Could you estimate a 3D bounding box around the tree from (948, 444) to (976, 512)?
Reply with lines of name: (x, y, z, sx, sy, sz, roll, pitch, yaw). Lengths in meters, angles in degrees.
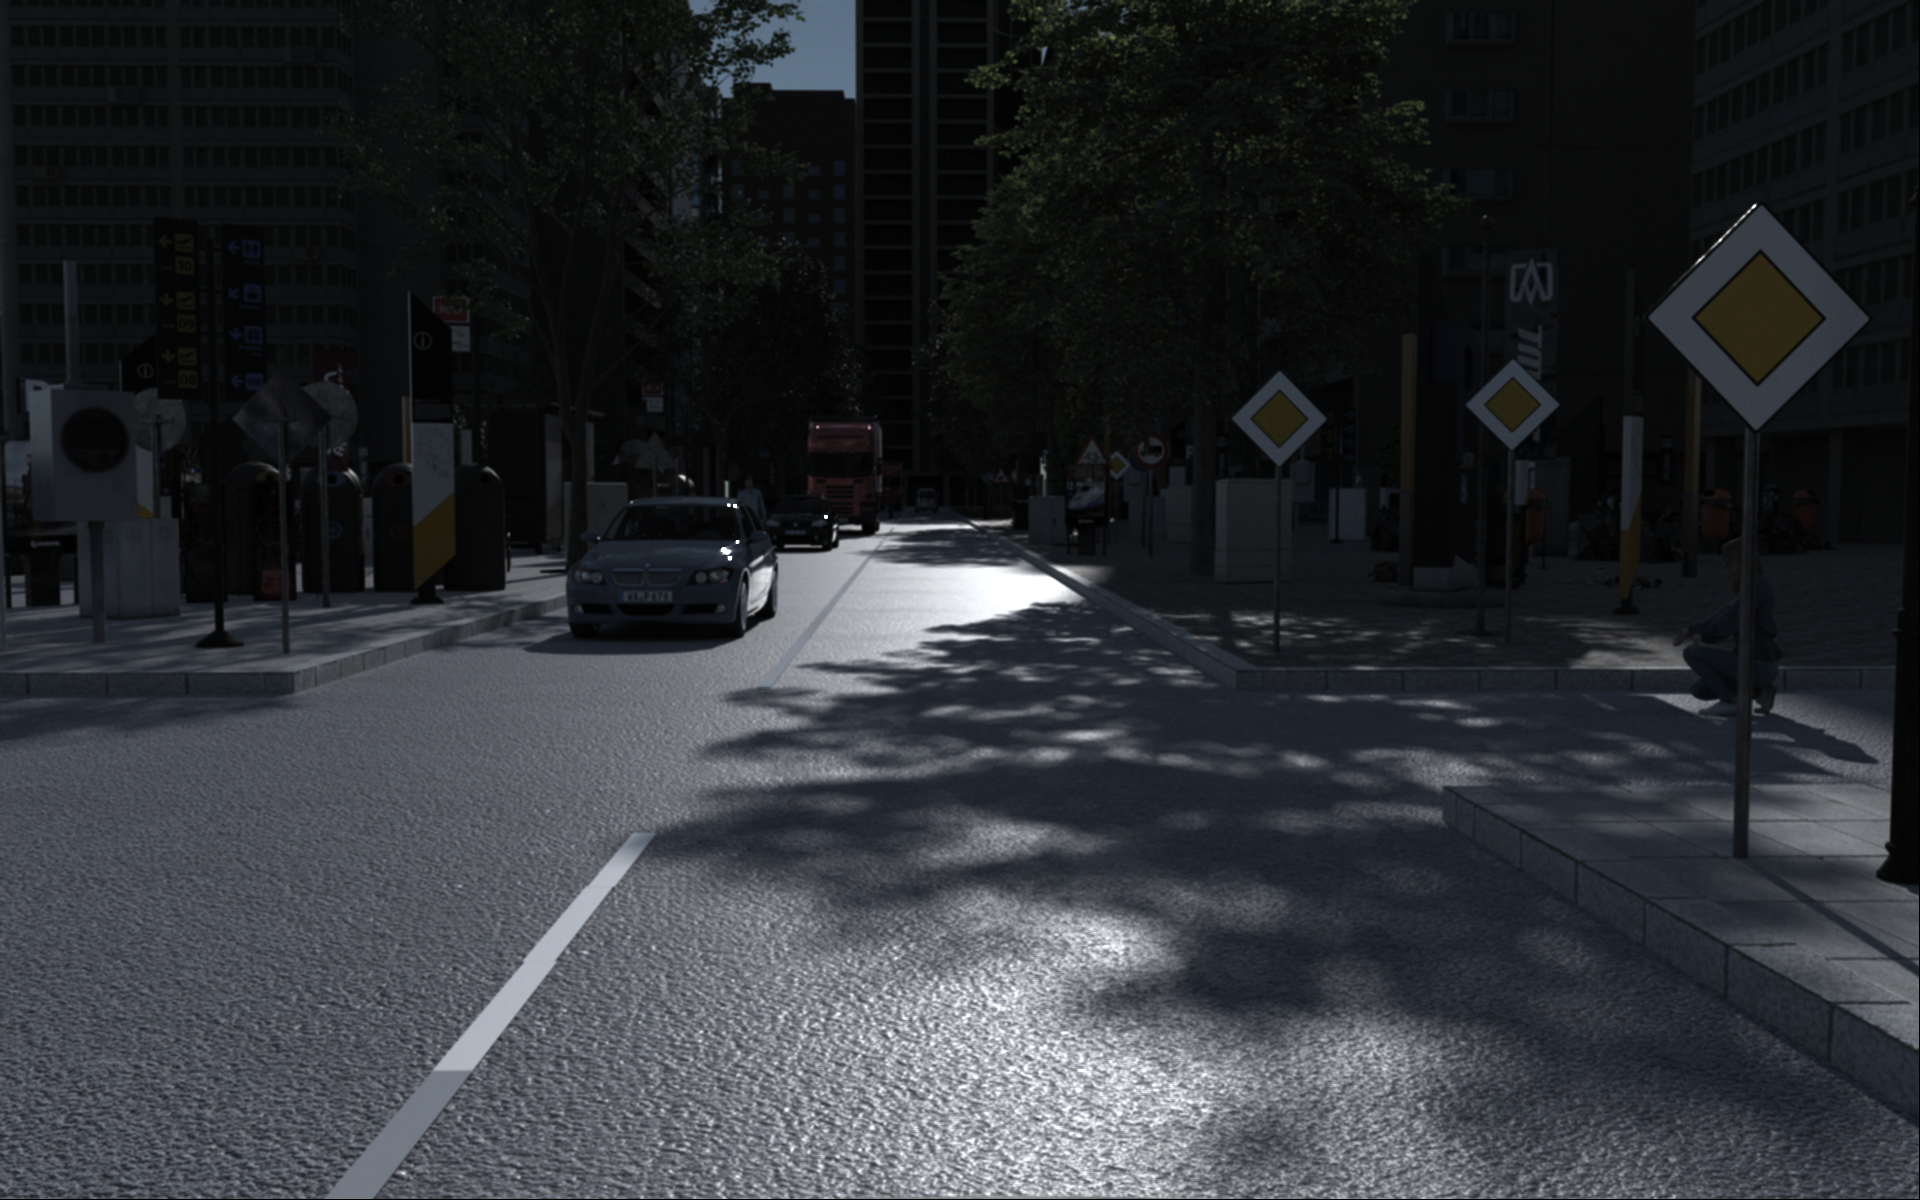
tree: (0.929, -10.496, 121.969, 4.360, 8.622, 3.978, 0, 3, 0)

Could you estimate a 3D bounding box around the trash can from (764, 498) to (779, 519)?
trash can: (-7.141, -3.330, 66.102, 0.748, 1.137, 0.748, 0, 3, 0)

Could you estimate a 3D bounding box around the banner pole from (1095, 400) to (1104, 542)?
banner pole: (3.730, -3.434, 46.165, 0.401, 3.779, 0.863, 1, 4, 19)

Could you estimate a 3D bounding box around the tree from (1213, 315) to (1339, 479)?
tree: (13.071, -7.250, 68.902, 4.360, 8.622, 3.978, 0, 3, 0)

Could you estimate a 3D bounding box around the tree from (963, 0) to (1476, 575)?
tree: (3.959, -6.647, 26.800, 7.486, 12.596, 7.792, 0, 3, 0)

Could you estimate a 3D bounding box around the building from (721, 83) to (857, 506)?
building: (-18.439, -33.161, 192.292, 14.200, 45.320, 14.600, 0, 4, -1)

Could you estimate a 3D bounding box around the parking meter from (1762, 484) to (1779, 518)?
parking meter: (20.870, -2.214, 44.615, 0.372, 1.533, 0.369, 0, 3, 0)

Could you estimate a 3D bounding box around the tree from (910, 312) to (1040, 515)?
tree: (1.800, -12.272, 107.294, 9.857, 13.997, 8.962, 0, 3, 0)

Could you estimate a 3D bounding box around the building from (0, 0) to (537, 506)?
building: (-38.468, -24.950, 99.813, 32.217, 40.220, 23.993, 0, 4, -1)

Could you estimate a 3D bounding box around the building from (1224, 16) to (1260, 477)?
building: (22.528, -20.196, 101.899, 14.160, 30.474, 14.107, 0, 4, -1)

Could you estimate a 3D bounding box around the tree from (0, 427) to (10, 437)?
tree: (-40.359, -5.342, 71.055, 4.285, 4.588, 4.351, 0, 3, 0)

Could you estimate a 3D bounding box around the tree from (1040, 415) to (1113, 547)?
tree: (2.731, -2.951, 42.852, 1.663, 3.219, 1.824, 0, 3, 0)

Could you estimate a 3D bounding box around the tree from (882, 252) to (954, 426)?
tree: (2.678, -8.551, 57.932, 7.486, 12.596, 7.792, 0, 3, 0)

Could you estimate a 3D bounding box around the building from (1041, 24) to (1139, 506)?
building: (23.040, -37.376, 200.343, 27.495, 52.752, 28.713, 0, 4, -1)

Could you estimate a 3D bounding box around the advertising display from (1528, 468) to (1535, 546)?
advertising display: (14.511, -2.313, 43.038, 0.974, 1.923, 0.123, -1, 4, -15)

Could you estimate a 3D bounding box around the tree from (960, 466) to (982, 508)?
tree: (0.836, -12.868, 160.759, 4.737, 8.622, 4.395, 0, 3, 0)

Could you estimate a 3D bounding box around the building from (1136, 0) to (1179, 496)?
building: (24.633, -36.380, 136.819, 21.231, 58.520, 28.212, 0, 4, -1)

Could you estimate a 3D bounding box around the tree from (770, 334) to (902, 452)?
tree: (-9.331, -13.280, 127.496, 12.009, 13.543, 11.850, 0, 3, 0)

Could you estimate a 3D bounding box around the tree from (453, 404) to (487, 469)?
tree: (-17.822, -4.746, 61.315, 4.285, 4.588, 4.351, 0, 3, 0)

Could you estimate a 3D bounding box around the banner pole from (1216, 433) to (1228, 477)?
banner pole: (9.334, -4.446, 62.711, 0.863, 3.779, 0.401, -1, 4, -23)

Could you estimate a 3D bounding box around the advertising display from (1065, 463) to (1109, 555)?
advertising display: (2.663, -1.907, 36.390, 0.974, 1.923, 0.123, 2, 4, 32)

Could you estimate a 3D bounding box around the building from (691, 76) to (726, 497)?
building: (-41.095, -35.354, 197.640, 30.456, 49.044, 23.786, 0, 4, -1)

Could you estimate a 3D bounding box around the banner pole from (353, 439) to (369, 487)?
banner pole: (-27.100, -5.399, 78.292, 0.863, 3.779, 0.401, 0, 4, 8)

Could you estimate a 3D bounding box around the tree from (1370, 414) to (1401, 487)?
tree: (16.878, -4.902, 63.857, 4.285, 4.588, 4.351, 0, 3, 0)

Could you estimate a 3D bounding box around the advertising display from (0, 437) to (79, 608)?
advertising display: (-10.539, -0.895, 19.852, 0.123, 1.923, 0.974, 2, 4, 27)

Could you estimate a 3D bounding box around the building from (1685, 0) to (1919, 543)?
building: (34.119, -21.452, 42.627, 23.993, 40.220, 32.217, 0, 4, -1)

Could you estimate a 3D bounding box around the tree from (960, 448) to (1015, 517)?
tree: (1.512, -7.003, 98.220, 4.285, 4.588, 4.351, 0, 3, 0)

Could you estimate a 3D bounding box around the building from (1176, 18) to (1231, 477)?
building: (22.495, -28.469, 115.576, 14.600, 45.320, 14.200, 0, 4, -1)

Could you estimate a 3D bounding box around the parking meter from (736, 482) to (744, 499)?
parking meter: (-10.573, -4.757, 83.483, 0.399, 1.863, 0.255, 0, 4, 0)

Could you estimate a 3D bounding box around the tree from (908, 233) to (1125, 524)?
tree: (2.627, -9.589, 73.789, 9.611, 12.733, 9.660, 0, 3, 0)

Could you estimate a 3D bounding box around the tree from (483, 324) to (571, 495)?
tree: (-18.974, -7.618, 74.918, 4.360, 8.622, 3.978, 0, 3, 0)

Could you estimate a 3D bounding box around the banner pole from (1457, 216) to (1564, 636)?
banner pole: (4.955, -1.564, 15.589, 0.863, 3.779, 0.401, 2, 4, 25)

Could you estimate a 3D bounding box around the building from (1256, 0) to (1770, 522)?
building: (26.236, -27.802, 78.261, 21.300, 48.544, 21.600, 0, 4, -1)

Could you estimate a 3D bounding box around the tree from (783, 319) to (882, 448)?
tree: (-8.485, -11.793, 110.943, 7.486, 12.596, 7.792, 0, 3, 0)

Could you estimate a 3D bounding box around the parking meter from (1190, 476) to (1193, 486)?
parking meter: (6.605, -2.605, 48.303, 0.255, 1.863, 0.399, 3, 5, 45)

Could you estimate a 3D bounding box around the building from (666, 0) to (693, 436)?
building: (-30.163, -30.145, 142.988, 14.200, 45.320, 14.600, 0, 4, -1)

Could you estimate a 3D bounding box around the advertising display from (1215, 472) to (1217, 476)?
advertising display: (7.190, -2.733, 49.896, 0.123, 1.923, 0.974, 2, 4, 27)

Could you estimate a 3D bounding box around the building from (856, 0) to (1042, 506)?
building: (-1.131, -46.344, 195.980, 20.611, 71.187, 20.563, 0, 4, -1)

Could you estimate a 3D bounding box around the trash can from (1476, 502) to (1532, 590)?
trash can: (7.323, -0.718, 23.393, 0.748, 1.137, 0.748, 0, 3, 0)

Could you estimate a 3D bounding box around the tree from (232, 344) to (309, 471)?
tree: (-33.523, -8.214, 84.660, 4.737, 8.622, 4.395, 0, 3, 0)

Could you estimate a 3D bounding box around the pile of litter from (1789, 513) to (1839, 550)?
pile of litter: (19.488, -1.607, 40.246, 1.176, 0.858, 1.719, -2, 4, -27)

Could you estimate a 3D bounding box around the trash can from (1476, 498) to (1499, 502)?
trash can: (17.783, -2.864, 58.472, 0.748, 1.137, 0.748, 0, 3, 0)

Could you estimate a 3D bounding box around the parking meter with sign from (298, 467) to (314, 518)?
parking meter with sign: (-18.312, -3.238, 49.196, 1.738, 3.016, 0.543, 0, 4, 5)

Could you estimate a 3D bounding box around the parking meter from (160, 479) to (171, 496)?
parking meter: (-30.939, -3.777, 67.468, 0.399, 1.863, 0.255, -2, 4, -32)

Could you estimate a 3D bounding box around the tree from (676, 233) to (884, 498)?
tree: (-8.044, -9.750, 76.413, 9.611, 12.733, 9.660, 0, 3, 0)

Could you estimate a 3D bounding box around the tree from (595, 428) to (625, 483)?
tree: (-18.104, -6.310, 86.889, 4.285, 4.588, 4.351, 0, 3, 0)

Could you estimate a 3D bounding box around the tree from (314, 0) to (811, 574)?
tree: (-6.218, -6.237, 27.738, 9.928, 11.665, 9.643, 0, 3, 0)

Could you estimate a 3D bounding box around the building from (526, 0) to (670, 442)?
building: (-32.900, -30.513, 122.588, 21.300, 48.544, 21.600, 0, 4, -1)

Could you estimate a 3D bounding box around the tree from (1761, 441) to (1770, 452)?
tree: (30.934, -7.009, 64.961, 4.737, 8.622, 4.395, 0, 3, 0)

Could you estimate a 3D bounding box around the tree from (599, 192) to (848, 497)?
tree: (-7.123, -7.244, 52.846, 8.767, 10.594, 7.601, 1, 4, 16)

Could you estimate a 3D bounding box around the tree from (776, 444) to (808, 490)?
tree: (-8.817, -6.991, 98.019, 4.285, 4.588, 4.351, 0, 3, 0)

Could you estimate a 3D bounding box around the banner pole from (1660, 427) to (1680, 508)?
banner pole: (26.529, -4.564, 64.636, 0.863, 3.779, 0.401, 0, 4, 6)
